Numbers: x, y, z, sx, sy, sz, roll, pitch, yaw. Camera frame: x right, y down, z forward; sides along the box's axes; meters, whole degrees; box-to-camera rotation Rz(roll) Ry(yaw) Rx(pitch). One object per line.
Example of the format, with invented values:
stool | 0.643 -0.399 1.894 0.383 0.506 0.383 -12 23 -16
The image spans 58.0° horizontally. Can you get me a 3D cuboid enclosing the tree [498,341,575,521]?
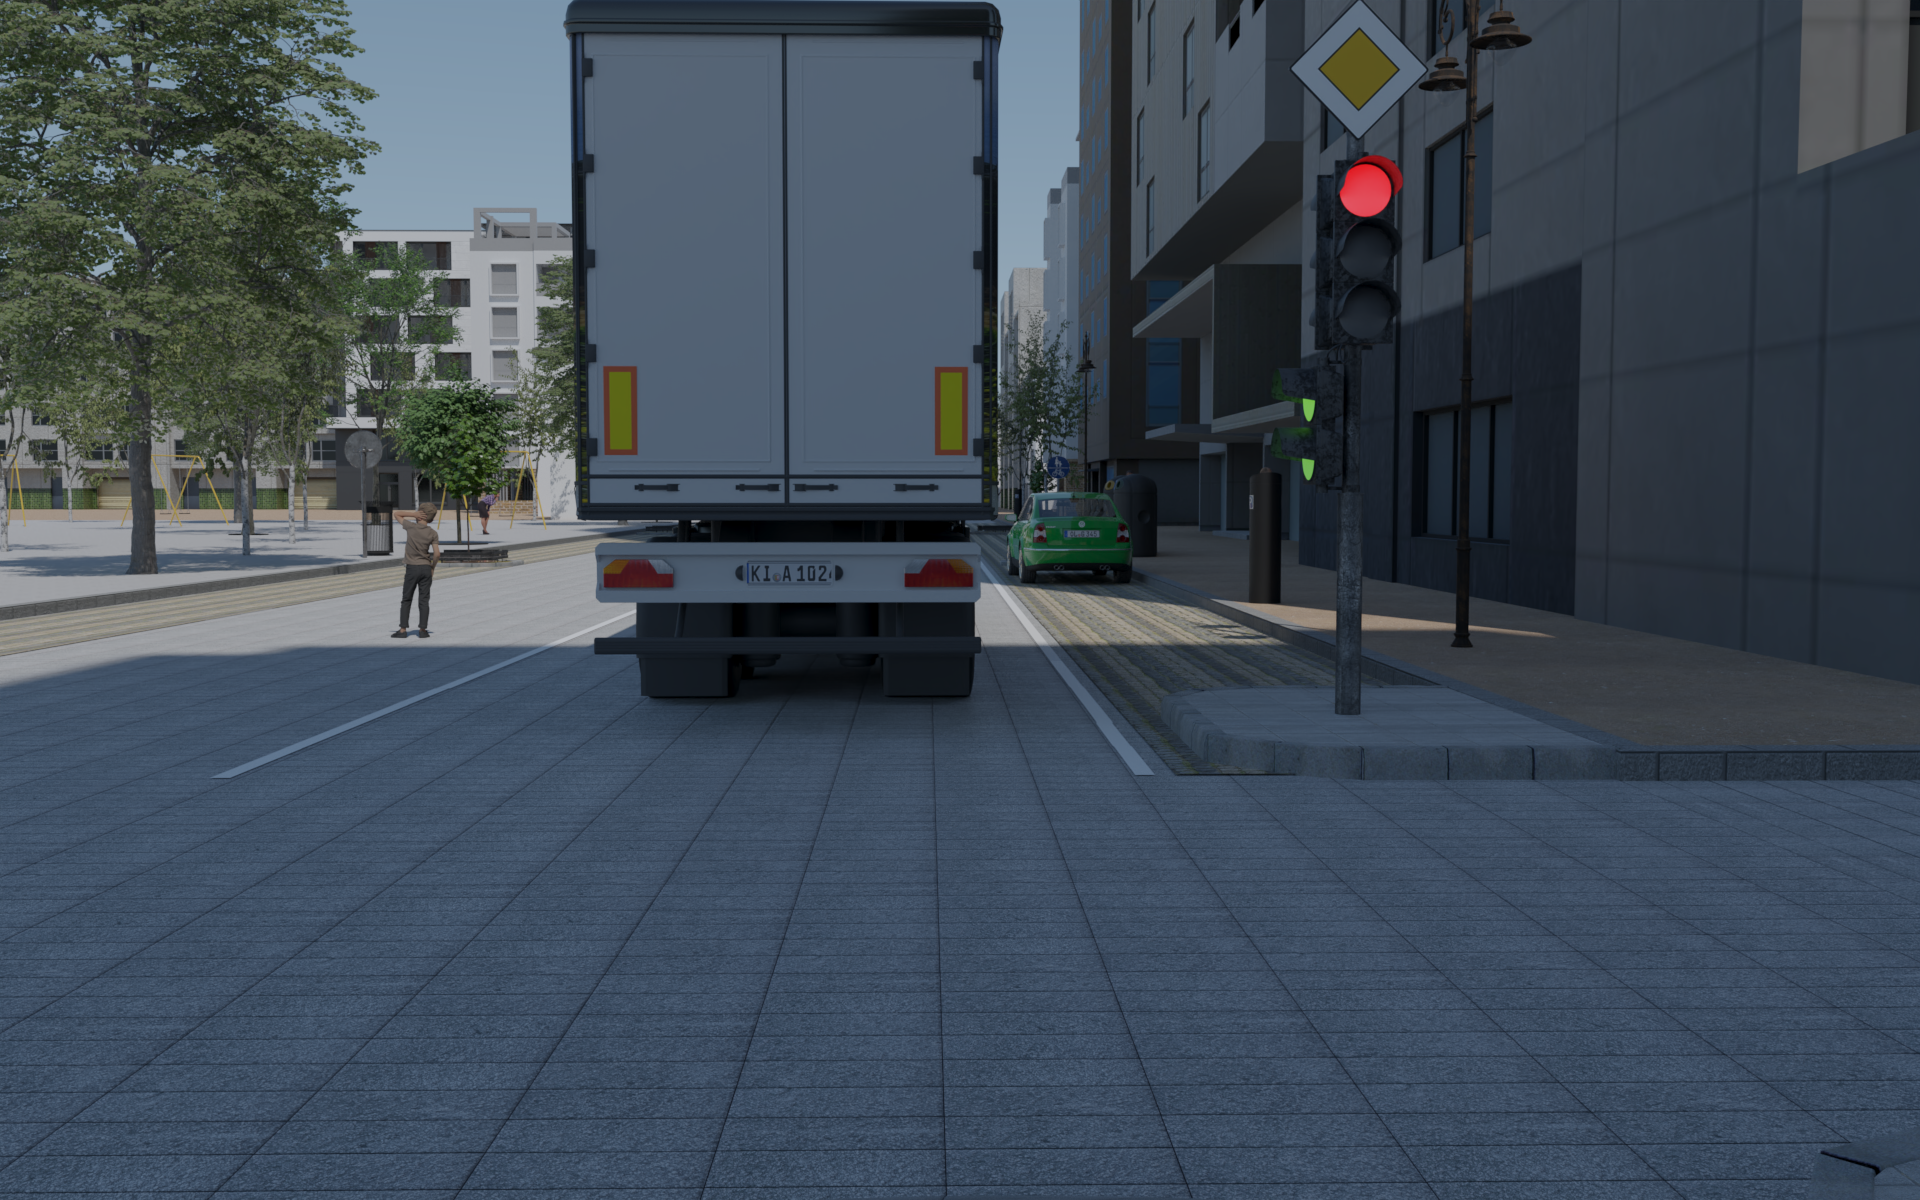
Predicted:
tree | -20.131 -8.062 82.181 4.737 8.622 4.395 0 3 0

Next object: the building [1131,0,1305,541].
building | 19.542 -27.940 46.057 28.713 52.752 27.495 0 4 -1

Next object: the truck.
truck | -1.159 -1.624 15.469 2.839 4.237 11.283 0 4 -2

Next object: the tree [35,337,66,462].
tree | -29.666 -6.816 61.802 4.737 8.622 4.395 0 3 0

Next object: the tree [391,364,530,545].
tree | -12.657 -3.684 43.950 4.285 4.588 4.351 0 3 0

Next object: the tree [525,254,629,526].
tree | -13.909 -9.276 69.797 7.486 12.596 7.792 0 3 0

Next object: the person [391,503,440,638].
person | -5.434 -0.297 17.263 0.435 1.345 0.340 -2 4 -33

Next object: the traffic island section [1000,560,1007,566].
traffic island section | 1.807 -0.735 34.879 1.991 0.108 1.994 0 4 -1

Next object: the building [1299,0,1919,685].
building | 16.549 -35.548 19.462 20.611 71.187 20.563 0 4 -1

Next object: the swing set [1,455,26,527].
swing set | -38.835 -4.311 68.099 3.119 2.851 2.862 -3 5 -41

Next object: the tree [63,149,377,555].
tree | -15.196 -5.238 35.997 4.737 8.622 4.395 0 3 0

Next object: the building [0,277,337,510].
building | -65.236 -17.336 149.905 31.486 18.905 16.747 0 4 -1

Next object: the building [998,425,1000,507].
building | 15.991 -14.308 176.080 28.070 9.664 9.099 0 4 -1

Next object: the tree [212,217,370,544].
tree | -17.367 -5.776 44.801 4.360 8.622 3.978 0 3 0

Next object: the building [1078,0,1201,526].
building | 12.692 -25.984 74.950 14.600 45.320 14.200 0 4 -1

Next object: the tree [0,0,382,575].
tree | -13.059 -6.709 27.824 7.486 12.596 7.792 0 3 0

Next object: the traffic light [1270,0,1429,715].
traffic light | 2.245 -1.289 10.000 0.839 4.253 0.868 0 4 -1

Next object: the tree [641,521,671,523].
tree | -13.694 -5.784 78.284 4.285 4.588 4.351 0 3 0

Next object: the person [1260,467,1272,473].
person | 5.538 -1.494 31.022 0.434 1.755 0.990 1 4 15

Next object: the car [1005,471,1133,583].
car | 1.776 -1.236 29.007 1.959 1.807 4.718 0 4 -3

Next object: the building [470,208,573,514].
building | -24.159 -16.075 119.244 16.016 20.091 11.380 0 4 -1

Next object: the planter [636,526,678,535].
planter | -10.352 -2.471 61.534 1.991 0.319 1.994 0 4 -1

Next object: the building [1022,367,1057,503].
building | 9.410 -10.545 114.559 9.099 9.664 28.070 0 4 -1

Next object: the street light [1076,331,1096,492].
street light | 3.586 -4.684 49.375 0.468 5.910 1.993 0 4 -1

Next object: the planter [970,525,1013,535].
planter | 1.272 -2.488 61.811 1.991 0.319 1.994 0 4 -1

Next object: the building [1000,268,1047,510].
building | 12.387 -16.979 144.063 16.747 18.905 31.486 0 4 -1

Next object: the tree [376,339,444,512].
tree | -25.681 -8.021 81.503 4.737 8.622 4.395 0 3 0

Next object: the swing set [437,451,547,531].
swing set | -16.923 -3.943 62.093 3.119 2.851 2.862 -3 5 -41

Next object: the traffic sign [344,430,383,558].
traffic sign | -11.949 -2.116 34.701 0.768 2.556 0.104 0 4 0

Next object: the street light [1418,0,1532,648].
street light | 4.213 -2.543 14.362 0.468 5.910 1.993 0 4 -1

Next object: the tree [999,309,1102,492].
tree | 3.474 -7.228 68.539 4.737 8.622 4.395 0 3 0

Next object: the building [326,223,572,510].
building | -33.067 -18.400 144.813 32.646 21.610 27.936 0 4 -1

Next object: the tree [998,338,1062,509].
tree | 2.890 -7.963 80.564 4.360 8.622 3.978 0 3 0

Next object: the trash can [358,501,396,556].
trash can | -12.111 -1.491 36.028 0.748 1.137 0.748 0 3 0

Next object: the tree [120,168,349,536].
tree | -22.053 -7.828 53.738 9.928 11.665 9.643 0 3 0

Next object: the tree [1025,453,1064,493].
tree | 3.407 -4.872 74.264 1.663 3.219 1.824 0 3 0

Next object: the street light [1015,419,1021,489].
street light | 2.970 -6.852 84.823 0.468 5.910 1.993 0 4 -1

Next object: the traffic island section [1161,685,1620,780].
traffic island section | 2.286 0.744 10.114 2.009 0.180 2.903 0 4 -1

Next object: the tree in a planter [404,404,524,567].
tree in a planter | -9.822 -2.280 34.507 1.991 3.239 1.994 0 4 -1

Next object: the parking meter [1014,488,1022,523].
parking meter | 2.602 -4.240 77.737 0.372 1.533 0.369 0 3 0

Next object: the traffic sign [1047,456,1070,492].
traffic sign | 3.272 -3.523 57.708 0.768 2.556 0.104 0 4 5

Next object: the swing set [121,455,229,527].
swing set | -31.691 -4.409 69.702 2.862 2.851 3.119 1 4 14

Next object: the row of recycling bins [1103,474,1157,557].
row of recycling bins | 3.637 -1.813 36.752 1.069 1.692 3.534 0 4 0

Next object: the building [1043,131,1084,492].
building | 12.686 -14.568 94.607 16.016 20.091 11.380 0 4 -1

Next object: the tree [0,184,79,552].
tree | -21.208 -5.363 38.040 4.360 8.622 3.978 0 3 0

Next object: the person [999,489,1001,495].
person | 2.171 -6.051 105.772 0.445 1.727 0.742 3 5 41

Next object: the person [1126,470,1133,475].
person | 4.009 -2.147 41.019 0.709 1.838 0.599 0 4 2

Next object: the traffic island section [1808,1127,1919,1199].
traffic island section | 2.441 1.232 2.131 2.009 0.180 2.903 0 4 -1

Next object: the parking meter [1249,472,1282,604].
parking meter | 3.587 -0.730 20.345 0.372 1.533 0.369 0 3 0

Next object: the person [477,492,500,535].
person | -14.844 -2.770 54.564 0.697 1.427 0.421 -1 4 -14

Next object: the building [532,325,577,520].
building | -19.904 -9.619 99.418 9.099 9.664 28.070 0 4 -1
